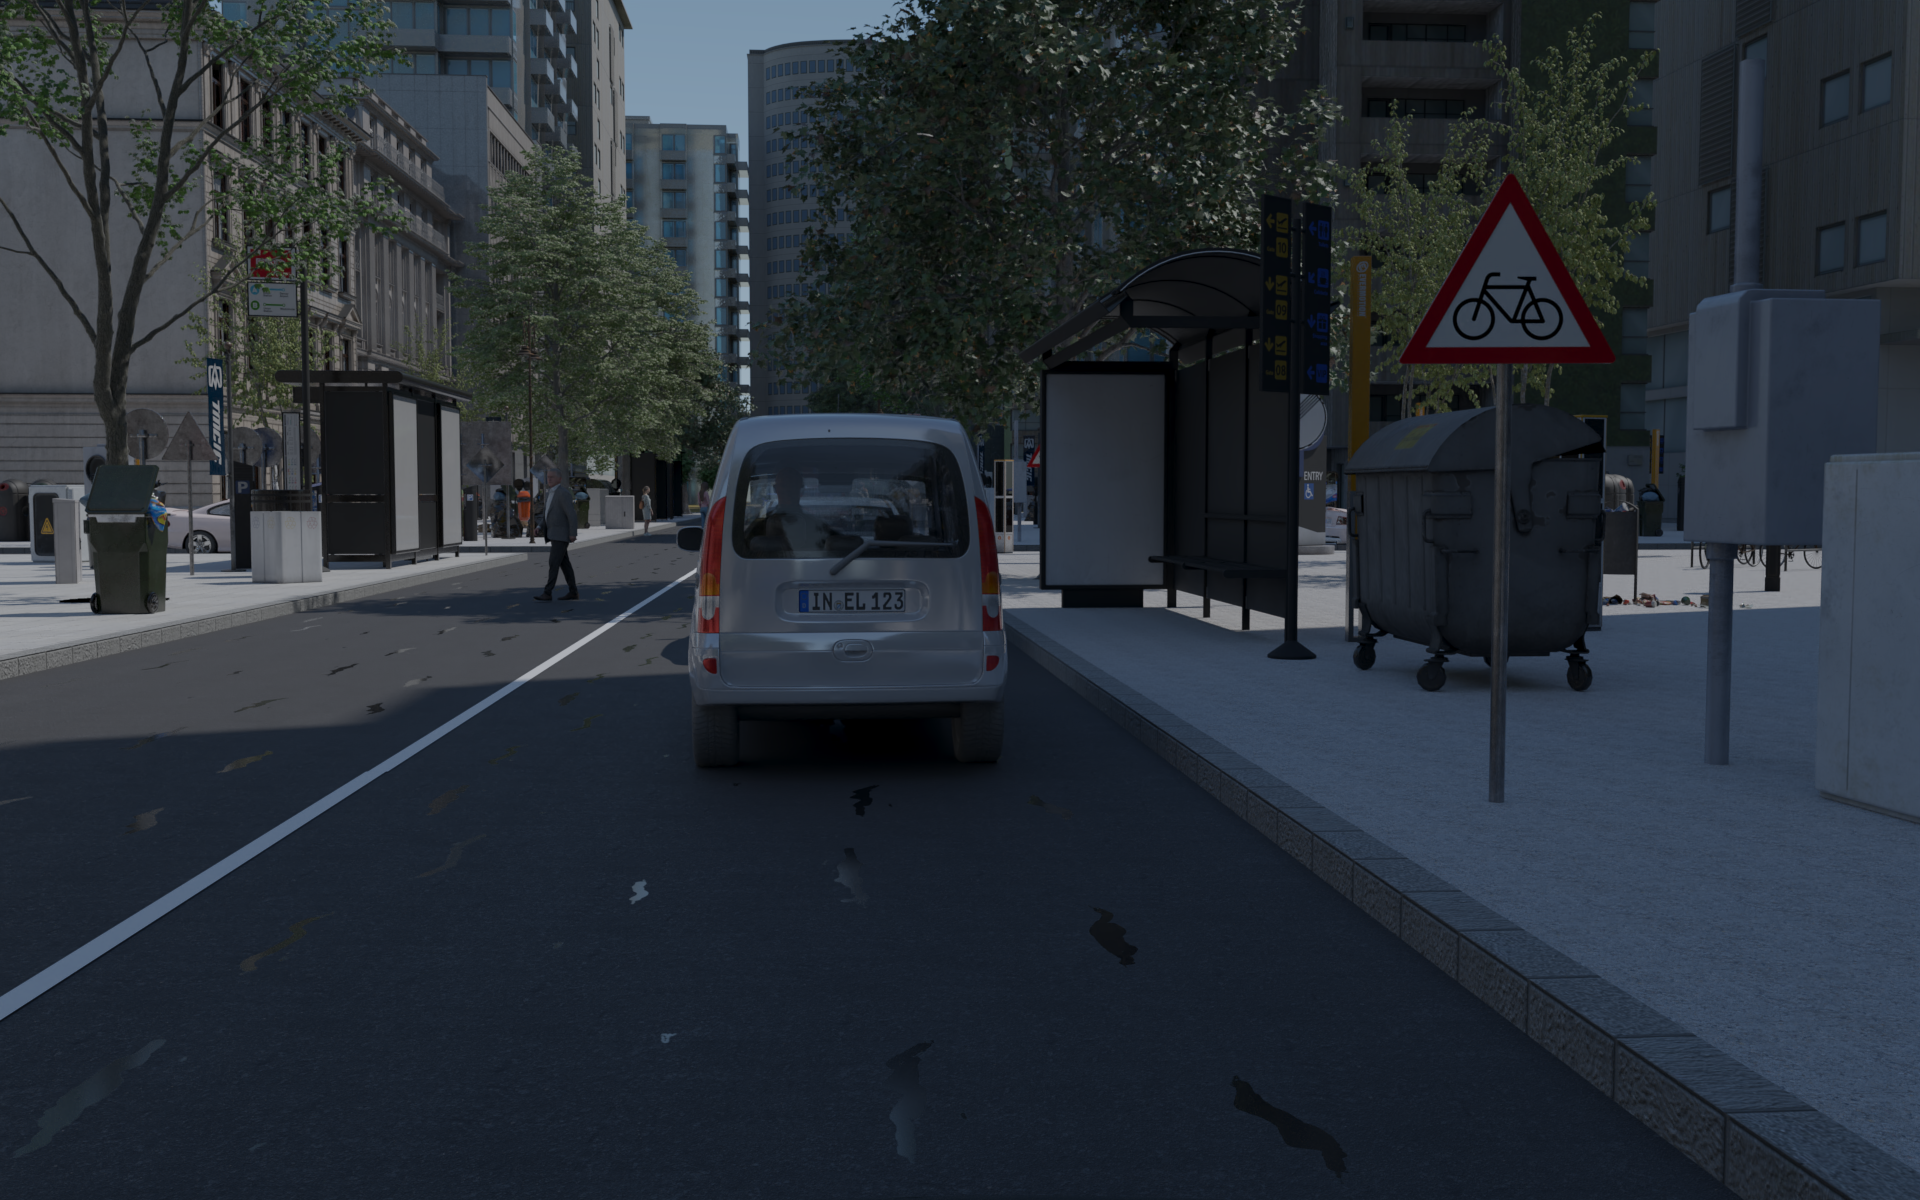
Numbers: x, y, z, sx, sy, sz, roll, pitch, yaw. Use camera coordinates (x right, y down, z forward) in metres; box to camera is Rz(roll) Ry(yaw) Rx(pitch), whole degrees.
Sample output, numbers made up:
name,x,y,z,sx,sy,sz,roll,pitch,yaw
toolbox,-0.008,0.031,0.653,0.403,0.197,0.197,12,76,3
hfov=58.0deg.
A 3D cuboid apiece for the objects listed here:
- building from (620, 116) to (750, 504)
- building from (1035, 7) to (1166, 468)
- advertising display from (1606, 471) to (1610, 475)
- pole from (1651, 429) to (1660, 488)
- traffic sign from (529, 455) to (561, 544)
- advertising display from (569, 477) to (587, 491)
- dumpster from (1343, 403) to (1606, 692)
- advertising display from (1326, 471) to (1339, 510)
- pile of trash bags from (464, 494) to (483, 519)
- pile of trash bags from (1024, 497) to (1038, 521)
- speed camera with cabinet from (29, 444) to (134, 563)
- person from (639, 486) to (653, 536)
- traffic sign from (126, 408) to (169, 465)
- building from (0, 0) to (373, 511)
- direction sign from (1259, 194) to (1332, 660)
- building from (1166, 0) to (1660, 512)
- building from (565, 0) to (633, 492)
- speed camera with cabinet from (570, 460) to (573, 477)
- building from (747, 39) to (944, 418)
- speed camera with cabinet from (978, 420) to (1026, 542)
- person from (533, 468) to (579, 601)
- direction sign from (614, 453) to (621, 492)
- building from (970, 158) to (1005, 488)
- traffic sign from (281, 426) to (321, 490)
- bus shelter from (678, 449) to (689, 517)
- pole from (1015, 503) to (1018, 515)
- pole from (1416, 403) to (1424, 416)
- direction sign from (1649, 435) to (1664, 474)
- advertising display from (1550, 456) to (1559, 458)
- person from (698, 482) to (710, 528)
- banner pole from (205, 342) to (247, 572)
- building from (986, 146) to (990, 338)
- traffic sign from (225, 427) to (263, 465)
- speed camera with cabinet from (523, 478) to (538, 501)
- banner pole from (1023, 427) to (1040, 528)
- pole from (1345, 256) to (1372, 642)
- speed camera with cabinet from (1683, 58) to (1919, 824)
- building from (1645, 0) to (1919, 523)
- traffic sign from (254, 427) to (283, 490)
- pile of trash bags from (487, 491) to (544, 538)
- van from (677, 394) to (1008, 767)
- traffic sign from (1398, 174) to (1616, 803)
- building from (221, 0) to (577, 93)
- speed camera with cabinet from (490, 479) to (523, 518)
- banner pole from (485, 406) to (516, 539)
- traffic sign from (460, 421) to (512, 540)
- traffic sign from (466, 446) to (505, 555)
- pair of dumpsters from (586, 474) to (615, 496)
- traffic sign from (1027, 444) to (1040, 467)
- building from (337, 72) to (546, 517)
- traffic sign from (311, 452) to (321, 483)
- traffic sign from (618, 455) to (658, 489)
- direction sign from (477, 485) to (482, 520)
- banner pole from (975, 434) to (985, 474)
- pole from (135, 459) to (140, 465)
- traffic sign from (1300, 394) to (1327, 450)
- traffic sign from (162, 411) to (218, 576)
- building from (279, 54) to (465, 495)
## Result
name,x,y,z,sx,sy,sz,roll,pitch,yaw
building,-42.283,-36.837,221.898,30.456,49.044,23.786,0,4,-5
building,17.257,-29.738,105.823,23.786,49.044,30.456,0,4,-5
advertising display,18.163,-2.709,49.499,0.123,1.923,0.974,-1,4,-22
pole,21.908,-3.716,54.601,0.158,3.312,0.155,0,3,0
traffic sign,-10.558,-2.474,44.099,0.795,2.450,0.064,0,4,-5
advertising display,-14.463,-3.648,64.866,0.974,1.923,0.123,-2,4,-32
dumpster,3.515,-0.377,11.927,1.264,1.857,1.865,0,4,-5
advertising display,10.091,-2.641,48.387,0.974,1.923,0.123,2,4,24
pile of trash bags,-25.042,-4.824,88.632,1.912,1.369,3.447,0,4,-8
pile of trash bags,4.508,-4.357,80.987,1.912,1.369,3.447,-2,4,-30
speed camera with cabinet,-16.395,-2.321,32.286,2.038,3.252,0.660,1,4,20
person,-10.806,-3.071,59.708,0.522,1.701,0.512,-2,4,-35
traffic sign,-12.142,-1.569,25.760,0.768,2.556,0.104,0,4,3
building,-29.145,-12.148,63.248,10.561,19.102,19.286,0,4,-5
direction sign,2.600,-1.313,13.464,0.876,3.537,0.379,-3,5,-43
building,15.818,-17.877,63.984,14.107,30.474,14.160,0,4,-5
building,-46.631,-35.316,166.657,27.495,52.752,28.713,0,4,-5
speed camera with cabinet,-20.559,-5.991,92.287,0.660,3.252,2.038,1,4,13
building,-12.924,-41.673,223.347,28.212,58.520,21.231,0,4,-5
speed camera with cabinet,0.940,-3.225,47.062,0.660,3.252,2.038,-3,4,-38
person,-5.449,-0.875,23.197,0.661,1.777,0.834,3,5,40
direction sign,-18.778,-6.305,95.079,0.379,3.537,0.876,-2,4,-33
building,12.228,-51.536,155.285,22.319,86.520,31.000,0,4,-5
traffic sign,-12.335,-1.977,32.429,0.768,2.556,0.104,0,4,4
bus shelter,-15.704,-6.244,93.370,1.731,3.624,6.357,0,4,-5
pole,3.467,-6.888,106.463,0.158,3.312,0.155,0,3,0
pole,10.297,-2.752,38.842,0.158,3.312,0.155,0,3,0
direction sign,26.645,-4.563,66.602,0.876,3.537,0.379,-1,4,-12
advertising display,7.772,-1.128,23.660,0.974,1.923,0.123,-1,4,-12
person,-8.163,-2.883,55.649,0.555,1.821,0.388,2,4,26
banner pole,-12.051,-2.342,28.312,0.401,3.779,0.863,0,4,8
building,5.581,-30.281,178.696,14.154,41.232,14.086,0,4,-5
traffic sign,-13.550,-1.996,32.735,0.768,2.556,0.104,0,4,4
speed camera with cabinet,-24.668,-6.283,97.071,2.038,3.252,0.660,1,4,22
banner pole,2.739,-4.586,64.996,0.863,3.779,0.401,2,4,24
pole,3.445,-1.293,14.976,0.158,3.312,0.155,0,3,0
speed camera with cabinet,3.892,-0.796,7.345,0.660,3.252,2.038,0,4,-8
building,43.944,-29.565,72.623,27.495,52.752,28.713,0,4,-5
traffic sign,-13.293,-2.018,33.098,0.768,2.556,0.104,0,4,-2
pile of trash bags,-13.191,-2.597,52.218,1.912,1.369,3.447,-1,4,-13
van,-0.739,-0.216,10.536,2.013,2.044,4.112,0,4,-6
traffic sign,2.235,-0.437,7.143,0.884,2.594,0.081,0,4,0
building,-41.377,-31.326,131.792,23.786,49.044,30.456,0,4,-5
speed camera with cabinet,-21.058,-5.243,80.057,0.660,3.252,2.038,0,4,8
banner pole,-13.101,-3.625,49.283,0.863,3.779,0.401,0,4,8
traffic sign,-13.694,-3.346,48.587,2.265,3.308,0.079,0,4,3
traffic sign,-9.897,-1.988,36.141,0.795,2.450,0.064,0,4,-5
pair of dumpsters,-17.049,-4.805,81.059,1.574,2.255,4.437,0,4,-5
traffic sign,1.762,-2.093,34.218,0.884,2.594,0.081,0,4,5
building,-33.464,-17.707,107.536,12.078,24.808,19.932,0,4,-5
traffic sign,-13.483,-2.098,36.424,0.606,2.300,0.079,0,4,5
traffic sign,-16.595,-5.870,89.844,2.265,3.308,0.079,0,4,-4
direction sign,-23.509,-5.651,84.396,0.379,3.537,0.876,3,4,39
banner pole,0.692,-4.361,61.327,0.401,3.779,0.863,2,4,28
pole,-24.306,-3.514,51.305,0.158,3.312,0.155,0,3,0
traffic sign,3.887,-1.232,20.251,0.768,2.556,0.104,0,4,2
traffic sign,-12.102,-1.665,27.224,0.884,2.594,0.081,0,3,0
building,-33.527,-14.911,85.592,13.314,21.916,24.055,0,4,-5
